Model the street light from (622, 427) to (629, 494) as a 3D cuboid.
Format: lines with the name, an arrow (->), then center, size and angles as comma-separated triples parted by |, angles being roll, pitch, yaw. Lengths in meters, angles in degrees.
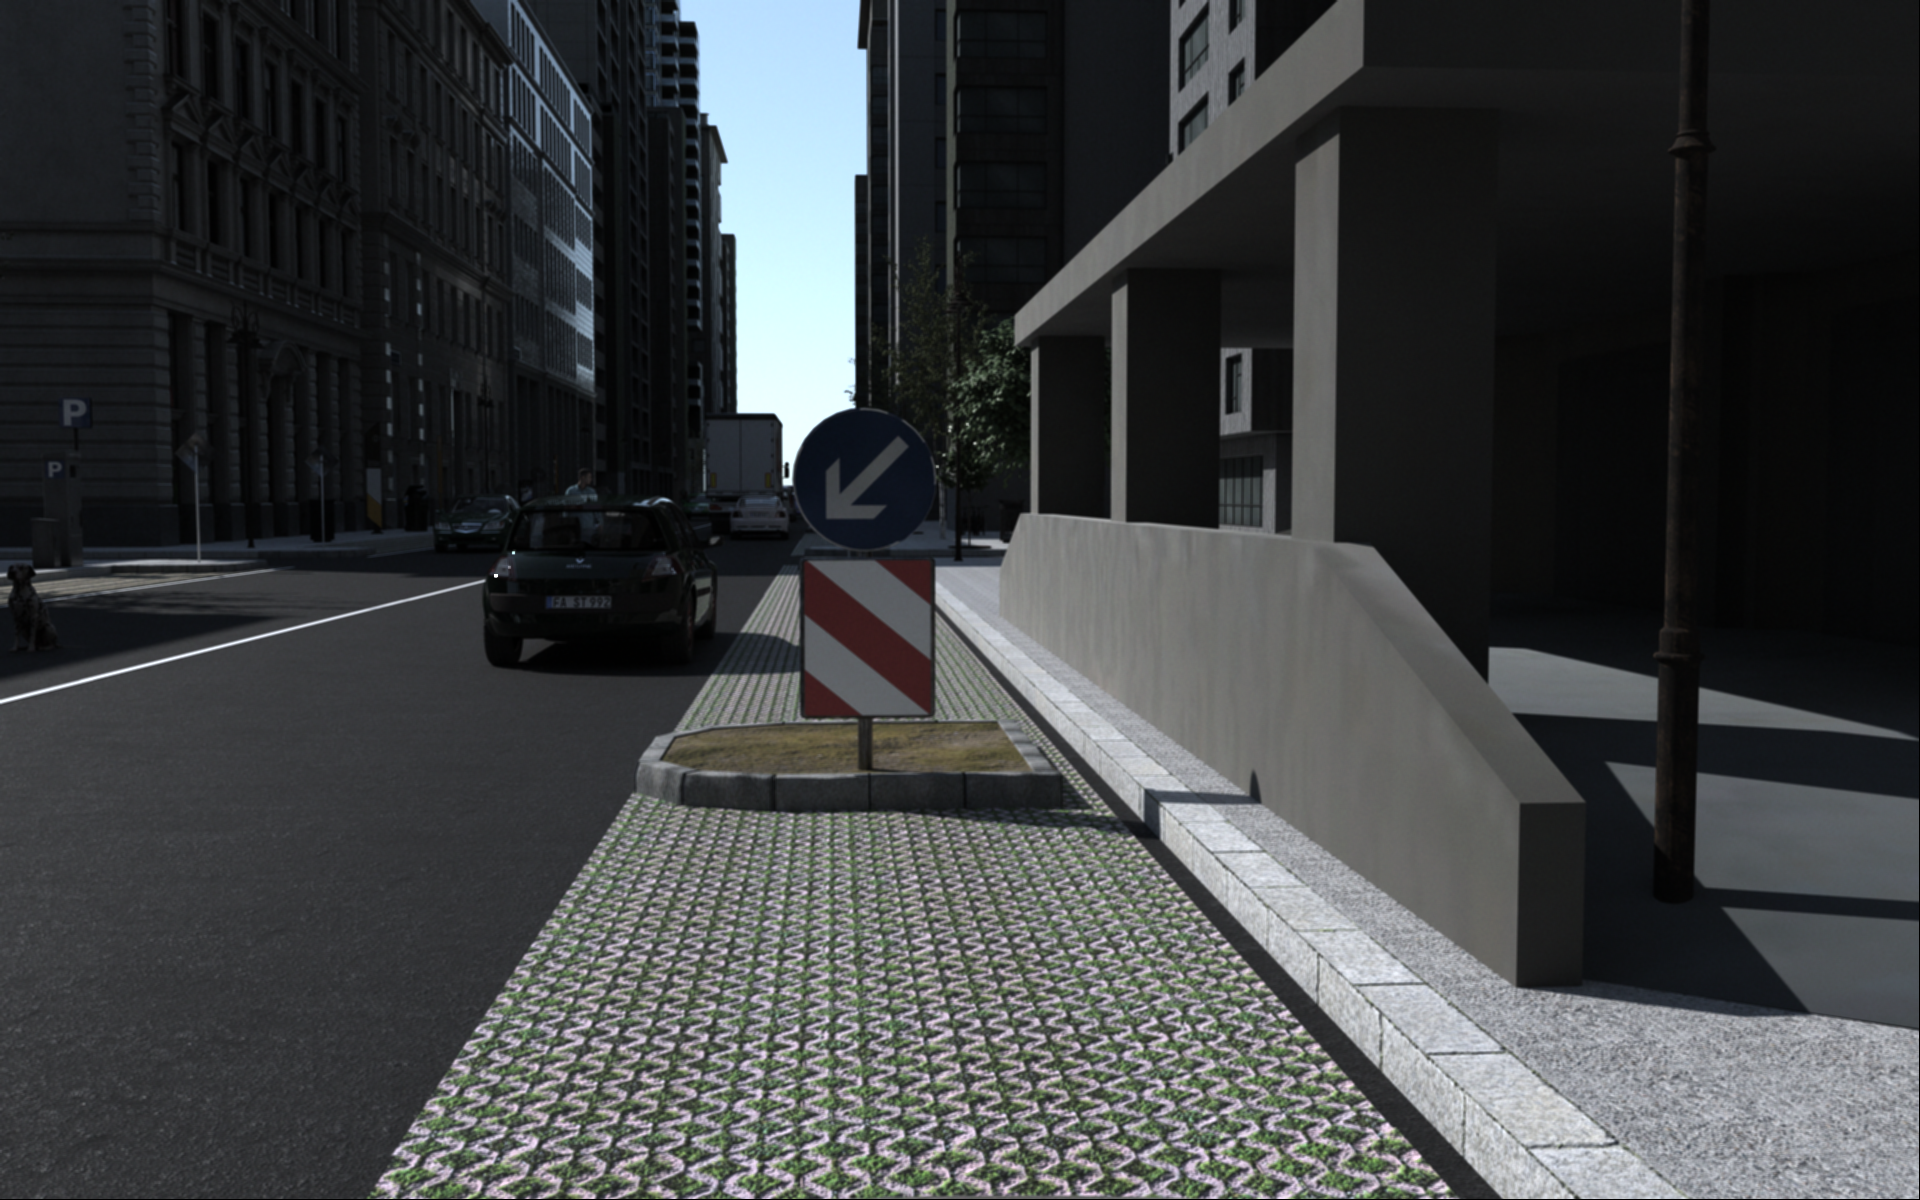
street light -> -22.545, -8.806, 116.768 | 0.468, 5.910, 1.993 | 0, 4, -4

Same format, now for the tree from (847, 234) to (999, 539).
tree -> -0.492, -6.027, 48.905 | 4.737, 8.622, 4.395 | 0, 3, 0

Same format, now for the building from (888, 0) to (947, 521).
building -> 6.497, -33.904, 96.330 | 21.231, 58.520, 28.212 | 0, 4, -4

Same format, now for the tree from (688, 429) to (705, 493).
tree -> -29.098, -14.758, 191.655 | 4.360, 8.622, 3.978 | 0, 3, 0

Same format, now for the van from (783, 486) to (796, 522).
van -> -9.434, -5.098, 90.364 | 2.013, 2.044, 4.112 | 0, 4, -3

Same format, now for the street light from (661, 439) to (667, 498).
street light -> -24.777, -10.553, 145.327 | 0.468, 5.910, 1.993 | 0, 4, -4

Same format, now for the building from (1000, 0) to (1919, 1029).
building -> 16.996, -19.540, 11.367 | 32.217, 40.220, 23.993 | 0, 4, -4

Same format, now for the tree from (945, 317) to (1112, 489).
tree -> 1.476, -2.731, 28.358 | 4.285, 4.588, 4.351 | 0, 3, 0

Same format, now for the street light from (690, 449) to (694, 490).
street light -> -26.822, -12.285, 173.643 | 0.468, 5.910, 1.993 | 0, 4, -4

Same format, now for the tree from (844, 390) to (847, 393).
tree -> -3.224, -7.925, 79.944 | 4.737, 8.622, 4.395 | 0, 3, 0

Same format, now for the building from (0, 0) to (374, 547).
building -> -24.776, -13.524, 49.999 | 11.050, 23.489, 19.941 | 0, 4, -4

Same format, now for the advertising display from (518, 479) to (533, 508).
advertising display -> -19.169, -4.358, 76.459 | 0.123, 1.923, 0.974 | 1, 4, 20

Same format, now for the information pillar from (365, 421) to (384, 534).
information pillar -> -18.855, -3.936, 55.710 | 0.504, 3.616, 0.183 | -3, 5, -44

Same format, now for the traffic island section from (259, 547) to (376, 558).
traffic island section -> -14.900, -1.112, 40.457 | 2.009, 0.180, 2.903 | 0, 4, -4

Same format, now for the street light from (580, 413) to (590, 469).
street light -> -21.252, -7.684, 98.416 | 0.468, 5.910, 1.993 | 0, 4, -4

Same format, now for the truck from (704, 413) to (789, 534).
truck -> -8.010, -4.689, 65.572 | 2.839, 4.237, 11.283 | 0, 4, -4

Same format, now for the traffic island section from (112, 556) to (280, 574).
traffic island section -> -14.308, -0.625, 32.493 | 2.009, 0.180, 2.903 | 0, 4, -4

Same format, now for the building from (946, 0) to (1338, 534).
building -> 6.351, -17.994, 65.910 | 14.160, 30.474, 14.107 | 0, 4, -4

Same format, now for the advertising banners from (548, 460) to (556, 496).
advertising banners -> -20.645, -5.600, 87.752 | 0.090, 3.025, 2.074 | 0, 4, -4

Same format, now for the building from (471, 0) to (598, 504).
building -> -28.573, -19.702, 99.626 | 11.434, 29.767, 29.804 | 0, 4, -4

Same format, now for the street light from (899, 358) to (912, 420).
street light -> -1.897, -5.268, 58.922 | 0.468, 5.910, 1.993 | 0, 4, -4

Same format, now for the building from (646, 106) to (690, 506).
building -> -35.501, -30.192, 177.237 | 14.154, 41.232, 14.086 | 0, 4, -4

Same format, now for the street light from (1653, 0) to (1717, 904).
street light -> 2.027, -1.955, 4.752 | 0.468, 5.910, 1.993 | 0, 4, -4

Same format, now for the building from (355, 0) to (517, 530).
building -> -26.885, -16.820, 72.267 | 12.463, 27.353, 25.104 | 0, 4, -4

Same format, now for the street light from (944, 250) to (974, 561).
street light -> -0.032, -3.687, 33.067 | 0.468, 5.910, 1.993 | 0, 4, -4

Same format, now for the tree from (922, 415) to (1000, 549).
tree -> 0.220, -2.840, 41.035 | 1.663, 3.219, 1.824 | 0, 3, 0

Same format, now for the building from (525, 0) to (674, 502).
building -> -37.331, -44.072, 158.823 | 20.563, 71.187, 20.611 | 0, 4, -4

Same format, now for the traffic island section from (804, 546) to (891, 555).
traffic island section -> -2.692, -1.167, 41.356 | 2.009, 0.180, 2.903 | 0, 4, -4

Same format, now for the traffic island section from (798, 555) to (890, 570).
traffic island section -> -2.100, -0.680, 33.393 | 2.009, 0.180, 2.903 | 0, 4, -4

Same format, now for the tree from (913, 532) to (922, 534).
tree -> -1.803, -3.762, 56.114 | 1.663, 3.219, 1.824 | 0, 3, 0

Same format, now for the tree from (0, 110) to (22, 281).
tree -> -16.428, -4.604, 25.631 | 4.360, 8.622, 3.978 | 0, 3, 0

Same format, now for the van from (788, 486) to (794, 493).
van -> -12.751, -7.412, 125.566 | 2.240, 2.365, 5.245 | 0, 4, -5

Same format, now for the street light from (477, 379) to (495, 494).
street light -> -19.020, -5.922, 69.613 | 0.468, 5.910, 1.993 | 0, 4, -4

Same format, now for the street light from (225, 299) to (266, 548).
street light -> -16.945, -4.186, 41.223 | 0.468, 5.910, 1.993 | 0, 4, -4
